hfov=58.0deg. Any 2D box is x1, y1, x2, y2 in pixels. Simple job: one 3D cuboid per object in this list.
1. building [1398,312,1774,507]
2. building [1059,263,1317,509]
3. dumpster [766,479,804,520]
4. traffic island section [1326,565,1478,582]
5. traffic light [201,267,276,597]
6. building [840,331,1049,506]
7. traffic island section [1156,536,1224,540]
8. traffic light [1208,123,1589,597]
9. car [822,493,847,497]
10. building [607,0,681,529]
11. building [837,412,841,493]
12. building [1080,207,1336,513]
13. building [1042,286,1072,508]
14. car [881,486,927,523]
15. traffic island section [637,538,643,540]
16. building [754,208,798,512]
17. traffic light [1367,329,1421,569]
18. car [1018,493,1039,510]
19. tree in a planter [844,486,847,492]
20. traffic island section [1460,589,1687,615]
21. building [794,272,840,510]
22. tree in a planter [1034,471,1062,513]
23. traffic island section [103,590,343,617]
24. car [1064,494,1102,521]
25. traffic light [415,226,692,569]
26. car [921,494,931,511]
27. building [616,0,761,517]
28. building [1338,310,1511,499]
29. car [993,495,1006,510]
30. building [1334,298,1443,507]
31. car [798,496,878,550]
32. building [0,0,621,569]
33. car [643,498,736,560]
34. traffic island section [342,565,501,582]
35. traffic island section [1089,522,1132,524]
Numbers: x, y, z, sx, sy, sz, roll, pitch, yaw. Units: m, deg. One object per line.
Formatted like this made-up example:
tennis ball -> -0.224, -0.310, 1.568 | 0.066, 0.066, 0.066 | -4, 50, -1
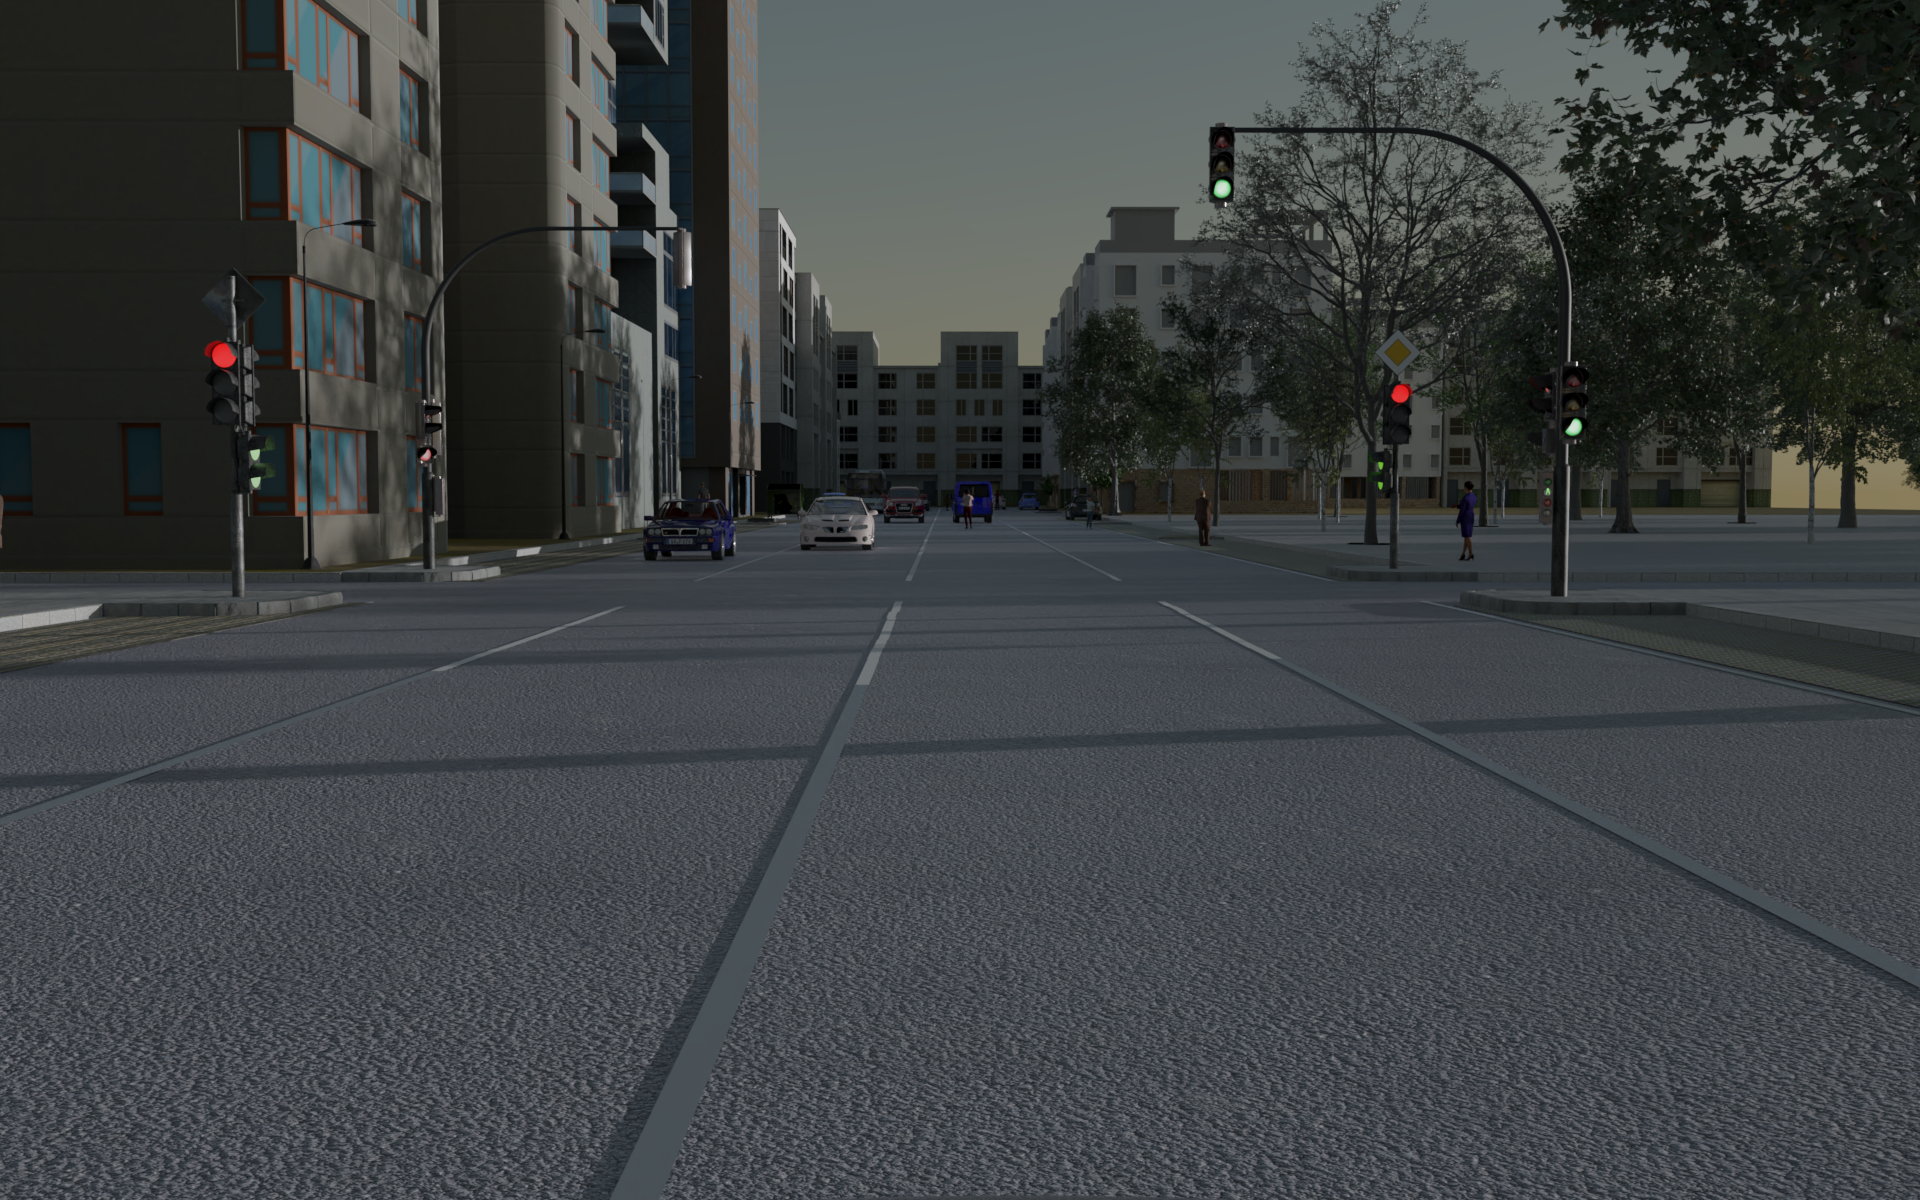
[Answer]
building -> 62.035, -18.805, 173.923 | 31.486, 18.905, 16.747 | 0, 4, 0
building -> 17.515, -16.817, 141.419 | 16.747, 18.905, 31.486 | 0, 4, 0
dumpster -> -9.466, -5.425, 93.644 | 1.985, 2.255, 1.502 | 0, 4, 1
traffic island section -> 7.478, -0.458, 29.774 | 2.009, 0.180, 2.903 | 0, 4, 0
traffic light -> -8.999, -1.994, 21.529 | 0.839, 4.253, 0.868 | 0, 4, 0
building -> -2.172, -20.199, 196.712 | 31.486, 18.905, 16.747 | 0, 4, 0
traffic island section -> 7.278, -1.976, 55.177 | 1.991, 0.108, 1.994 | 0, 4, 0
traffic light -> 5.410, -2.865, 21.517 | 4.771, 5.953, 1.251 | 0, 4, 0
car -> -6.579, -4.940, 90.362 | 1.945, 1.707, 3.694 | 0, 4, 0
building -> -23.549, -46.447, 72.080 | 22.319, 86.520, 31.000 | 0, 4, 0
building -> -26.487, -14.380, 177.255 | 28.070, 9.664, 9.099 | 0, 4, 0
building -> 16.472, -16.116, 119.913 | 16.016, 20.091, 11.380 | 0, 4, 0
building -> 16.383, -18.786, 163.565 | 16.016, 20.091, 11.380 | 0, 4, 0
car -> -2.808, -4.803, 87.194 | 2.281, 1.827, 5.304 | 0, 4, -2
traffic island section -> -8.965, -1.923, 54.301 | 1.991, 0.108, 1.994 | 0, 4, 0
building -> -26.826, -16.994, 121.834 | 27.936, 21.610, 32.646 | 0, 4, 0
traffic light -> 7.438, -2.492, 29.660 | 0.839, 4.253, 0.868 | 0, 4, 0
car -> 6.191, -8.937, 155.718 | 1.945, 1.707, 3.694 | 0, 4, -1
tree in a planter -> -9.790, -9.863, 158.478 | 1.991, 3.239, 1.994 | 0, 4, 0
traffic island section -> 7.541, 0.030, 21.789 | 2.009, 0.180, 2.903 | 0, 4, 0
building -> -20.317, -17.590, 154.048 | 16.747, 18.905, 31.486 | 0, 4, 0
tree in a planter -> 6.663, -8.214, 131.518 | 1.991, 3.239, 1.994 | 0, 4, 0
traffic island section -> -9.039, 0.038, 21.664 | 2.009, 0.180, 2.903 | 0, 4, 0
car -> 6.723, -5.175, 94.390 | 2.009, 1.686, 4.222 | 0, 4, -2
traffic light -> -6.971, -3.358, 29.566 | 4.771, 5.953, 1.251 | 0, 4, 0
car -> -3.457, -8.350, 146.300 | 2.009, 1.686, 4.222 | 0, 4, 1
building -> -18.853, -27.267, 95.933 | 14.600, 45.320, 14.200 | 0, 4, 0
building -> 58.202, -21.942, 202.728 | 32.646, 21.610, 27.936 | 0, 4, 0
car -> 3.274, -9.043, 160.216 | 2.083, 1.381, 4.827 | 0, 4, 0
building -> 40.605, -19.391, 173.465 | 11.380, 20.091, 16.016 | 0, 4, 0
car -> -3.211, -2.046, 45.817 | 2.083, 1.381, 4.827 | 0, 4, -2
building -> -25.154, -12.126, 43.296 | 27.650, 21.520, 28.899 | 0, 4, 0
car -> -6.017, -1.600, 38.742 | 1.945, 1.354, 3.894 | 0, 4, -2
traffic island section -> -9.103, -0.451, 29.648 | 2.009, 0.180, 2.903 | 0, 4, 0
traffic island section -> 7.061, -3.624, 82.120 | 1.991, 0.108, 1.994 | 0, 4, 0
